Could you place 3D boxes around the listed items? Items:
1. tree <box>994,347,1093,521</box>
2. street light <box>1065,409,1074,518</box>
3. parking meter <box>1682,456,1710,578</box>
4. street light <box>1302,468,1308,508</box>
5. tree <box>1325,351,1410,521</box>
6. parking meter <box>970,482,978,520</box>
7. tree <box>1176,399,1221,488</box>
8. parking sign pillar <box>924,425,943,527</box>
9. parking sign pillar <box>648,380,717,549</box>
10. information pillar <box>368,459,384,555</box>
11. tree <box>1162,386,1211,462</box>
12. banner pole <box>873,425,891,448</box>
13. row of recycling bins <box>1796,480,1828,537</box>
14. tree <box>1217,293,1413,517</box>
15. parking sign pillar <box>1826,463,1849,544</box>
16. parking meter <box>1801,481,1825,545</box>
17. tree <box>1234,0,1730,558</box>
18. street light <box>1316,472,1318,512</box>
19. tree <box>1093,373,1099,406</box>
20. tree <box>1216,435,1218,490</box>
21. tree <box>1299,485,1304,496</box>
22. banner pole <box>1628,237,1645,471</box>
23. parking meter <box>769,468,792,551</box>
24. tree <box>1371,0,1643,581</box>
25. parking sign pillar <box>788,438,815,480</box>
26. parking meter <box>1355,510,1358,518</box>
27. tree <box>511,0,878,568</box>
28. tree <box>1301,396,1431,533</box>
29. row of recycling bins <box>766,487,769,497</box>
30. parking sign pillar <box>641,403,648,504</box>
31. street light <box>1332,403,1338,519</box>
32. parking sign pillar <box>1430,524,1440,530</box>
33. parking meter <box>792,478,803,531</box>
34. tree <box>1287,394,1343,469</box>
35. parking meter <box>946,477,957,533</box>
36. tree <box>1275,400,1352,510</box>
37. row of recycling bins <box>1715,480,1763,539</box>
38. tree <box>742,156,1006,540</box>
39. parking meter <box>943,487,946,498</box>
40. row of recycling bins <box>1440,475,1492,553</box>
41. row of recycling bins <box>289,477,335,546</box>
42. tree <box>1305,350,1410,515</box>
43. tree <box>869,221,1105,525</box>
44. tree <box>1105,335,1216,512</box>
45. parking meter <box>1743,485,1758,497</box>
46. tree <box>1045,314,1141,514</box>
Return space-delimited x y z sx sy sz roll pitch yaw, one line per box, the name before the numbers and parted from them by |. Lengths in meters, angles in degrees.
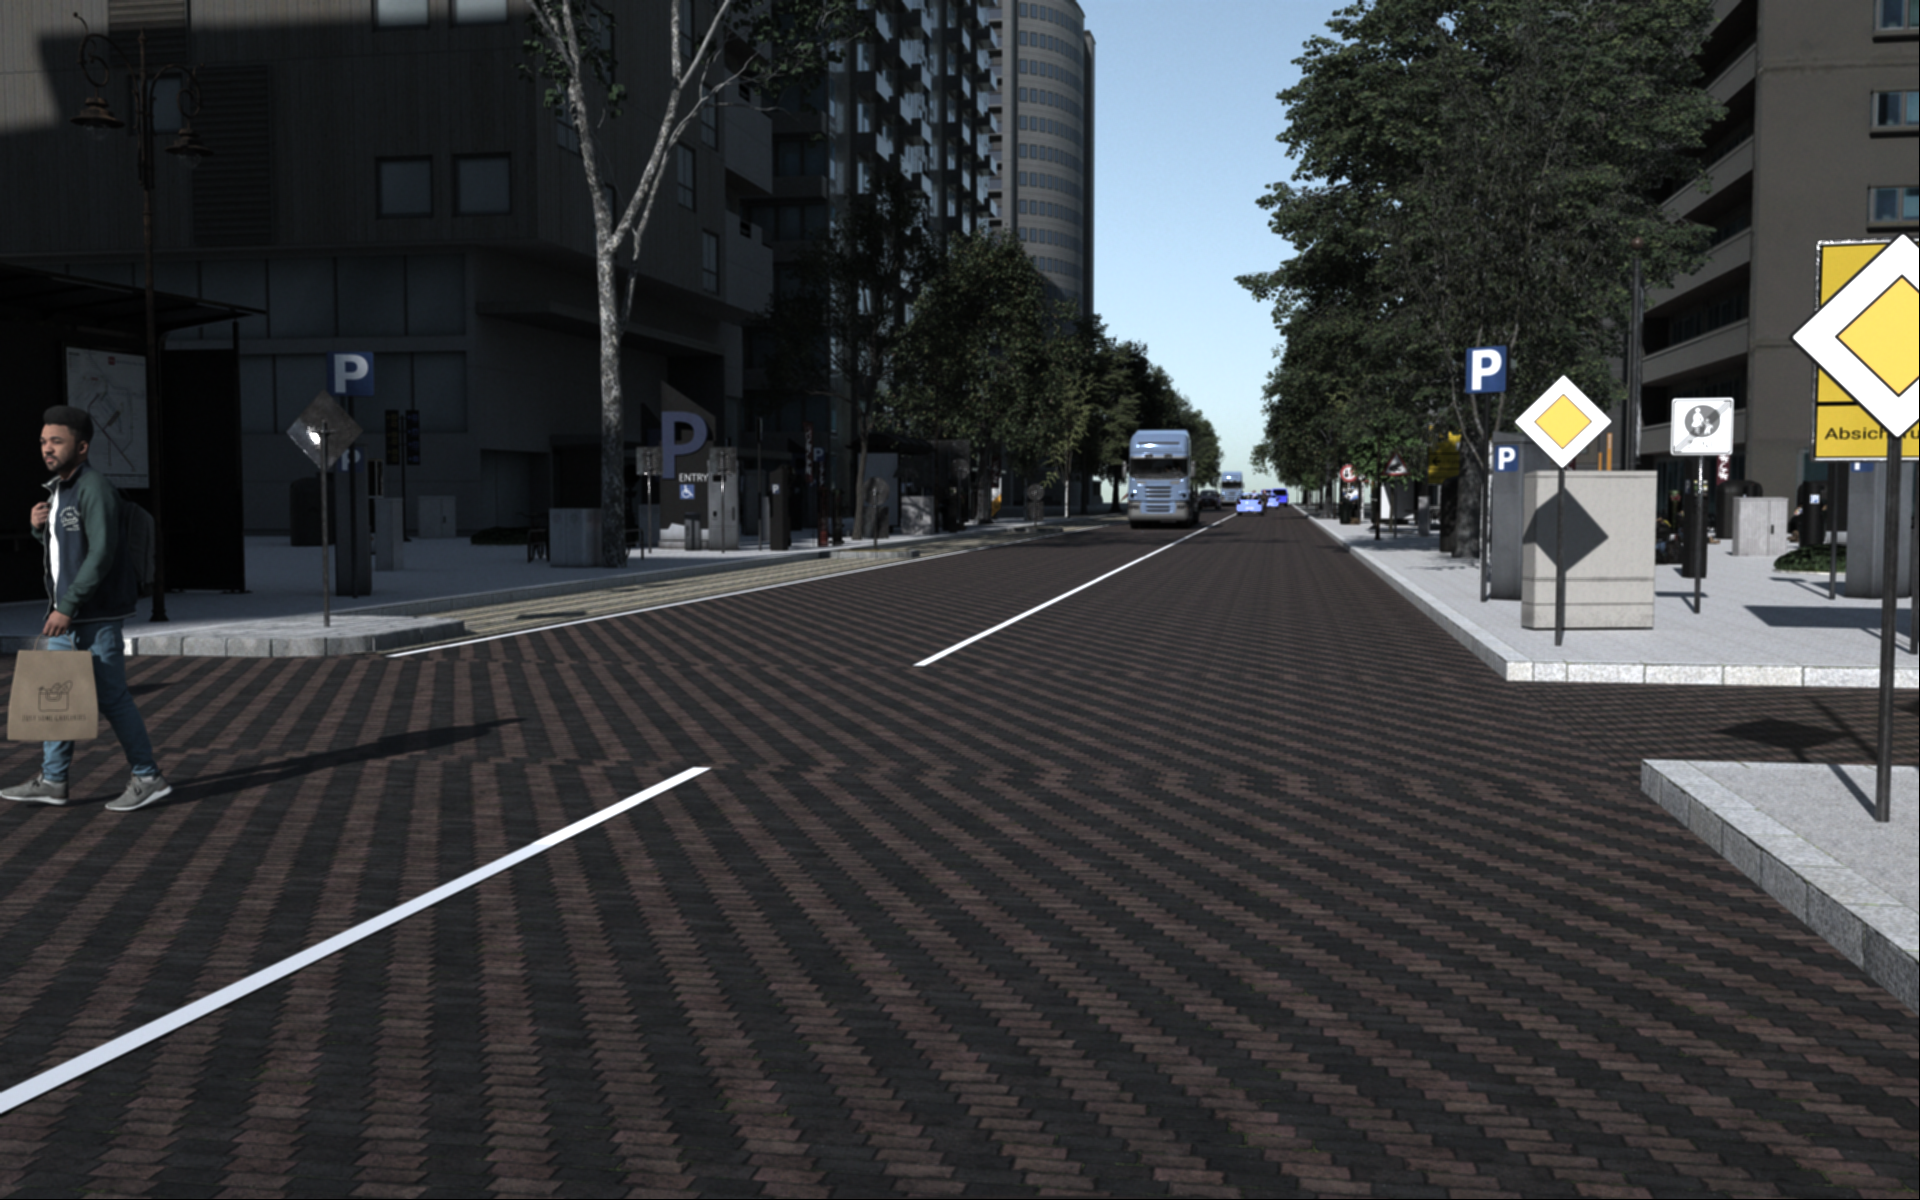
tree | 3.371 -8.098 82.767 4.737 8.622 4.395 0 3 0
street light | 5.808 -7.322 92.510 0.468 5.910 1.993 1 4 10
parking meter | 11.250 -1.270 26.481 0.255 1.863 0.399 0 4 3
street light | 32.613 -11.612 162.638 0.468 5.910 1.993 1 4 10
tree | 19.453 -8.079 82.460 4.737 8.622 4.395 0 3 0
parking meter | 0.682 -4.876 85.441 0.255 1.863 0.399 -2 4 -27
tree | 26.125 -17.675 207.108 7.486 12.596 7.792 0 3 0
parking sign pillar | -1.032 -4.809 67.100 1.447 3.967 1.447 1 4 16
parking sign pillar | -6.415 -3.206 40.897 1.447 3.967 1.447 0 4 3
information pillar | -12.412 -1.969 36.690 0.304 2.012 0.304 0 4 8
tree | 21.505 -16.735 183.990 12.009 13.543 11.850 0 3 0
banner pole | -2.862 -4.433 62.493 0.863 3.779 0.401 -1 4 -19
row of recycling bins | 26.347 -2.825 53.302 1.069 1.692 3.534 1 4 20
tree | 20.454 -10.899 95.212 9.611 12.733 9.660 0 3 0
parking sign pillar | 19.823 -3.032 38.041 1.447 3.967 1.447 -3 5 -43
parking meter | 16.106 -1.486 32.706 0.372 1.533 0.369 0 3 0
tree | 10.192 -7.827 34.633 9.857 13.997 8.962 0 3 0
street light | 25.357 -9.187 122.991 0.468 5.910 1.993 1 4 10
tree | 5.796 -8.939 96.508 4.737 8.622 4.395 0 3 0
tree | 16.290 -14.257 150.110 9.611 12.733 9.660 0 3 0
tree | 47.689 -17.667 239.214 4.737 8.622 4.395 0 3 0
banner pole | 6.709 -1.662 17.192 0.401 3.779 0.863 2 4 28
parking meter | -4.114 -2.053 39.275 0.399 1.863 0.255 2 4 31
tree | 7.888 -4.607 25.692 4.360 8.622 3.978 0 3 0
parking sign pillar | -7.513 -5.730 82.159 1.447 3.967 1.447 0 4 -5
parking meter | 19.873 -4.803 86.941 0.372 1.533 0.369 0 3 0
tree | -5.025 -10.559 28.536 12.611 20.169 13.585 0 3 0
tree | 14.298 -4.507 57.409 4.285 4.588 4.351 0 3 0
row of recycling bins | -11.164 -5.221 92.483 1.069 1.692 3.534 1 4 20
parking sign pillar | -8.989 -3.877 51.866 1.447 3.967 1.447 2 4 26
street light | 19.069 -7.045 87.979 0.468 5.910 1.993 1 4 10
parking sign pillar | 17.693 -4.531 62.552 1.447 3.967 1.447 1 4 10
parking meter | -5.715 -3.349 60.465 0.399 1.863 0.255 -2 4 -28
tree | 27.938 -12.062 131.622 7.601 10.594 8.767 3 5 41
parking meter | -0.225 -3.161 57.395 0.255 1.863 0.399 0 4 3
tree | 30.027 -13.806 143.853 7.486 12.596 7.792 0 3 0
row of recycling bins | 22.752 -2.662 50.643 1.069 1.692 3.534 2 4 32
tree | -2.560 -6.939 47.863 7.601 10.594 8.767 1 4 20
parking meter | -0.816 -4.696 82.487 0.399 1.863 0.255 2 4 34
row of recycling bins | 11.961 -1.962 39.196 3.534 1.692 1.069 -3 5 -44
row of recycling bins | -16.423 -2.260 44.062 1.069 1.692 3.534 -1 4 -16
tree | 23.604 -11.031 106.109 9.928 11.665 9.643 0 3 0
tree | 0.974 -9.534 72.884 9.611 12.733 9.660 0 3 0
tree | 11.345 -12.705 124.739 9.611 12.733 9.660 0 3 0
parking meter | 21.863 -2.418 47.943 0.372 1.533 0.369 0 3 0
tree | 7.745 -11.661 108.790 7.486 12.596 7.792 0 3 0
